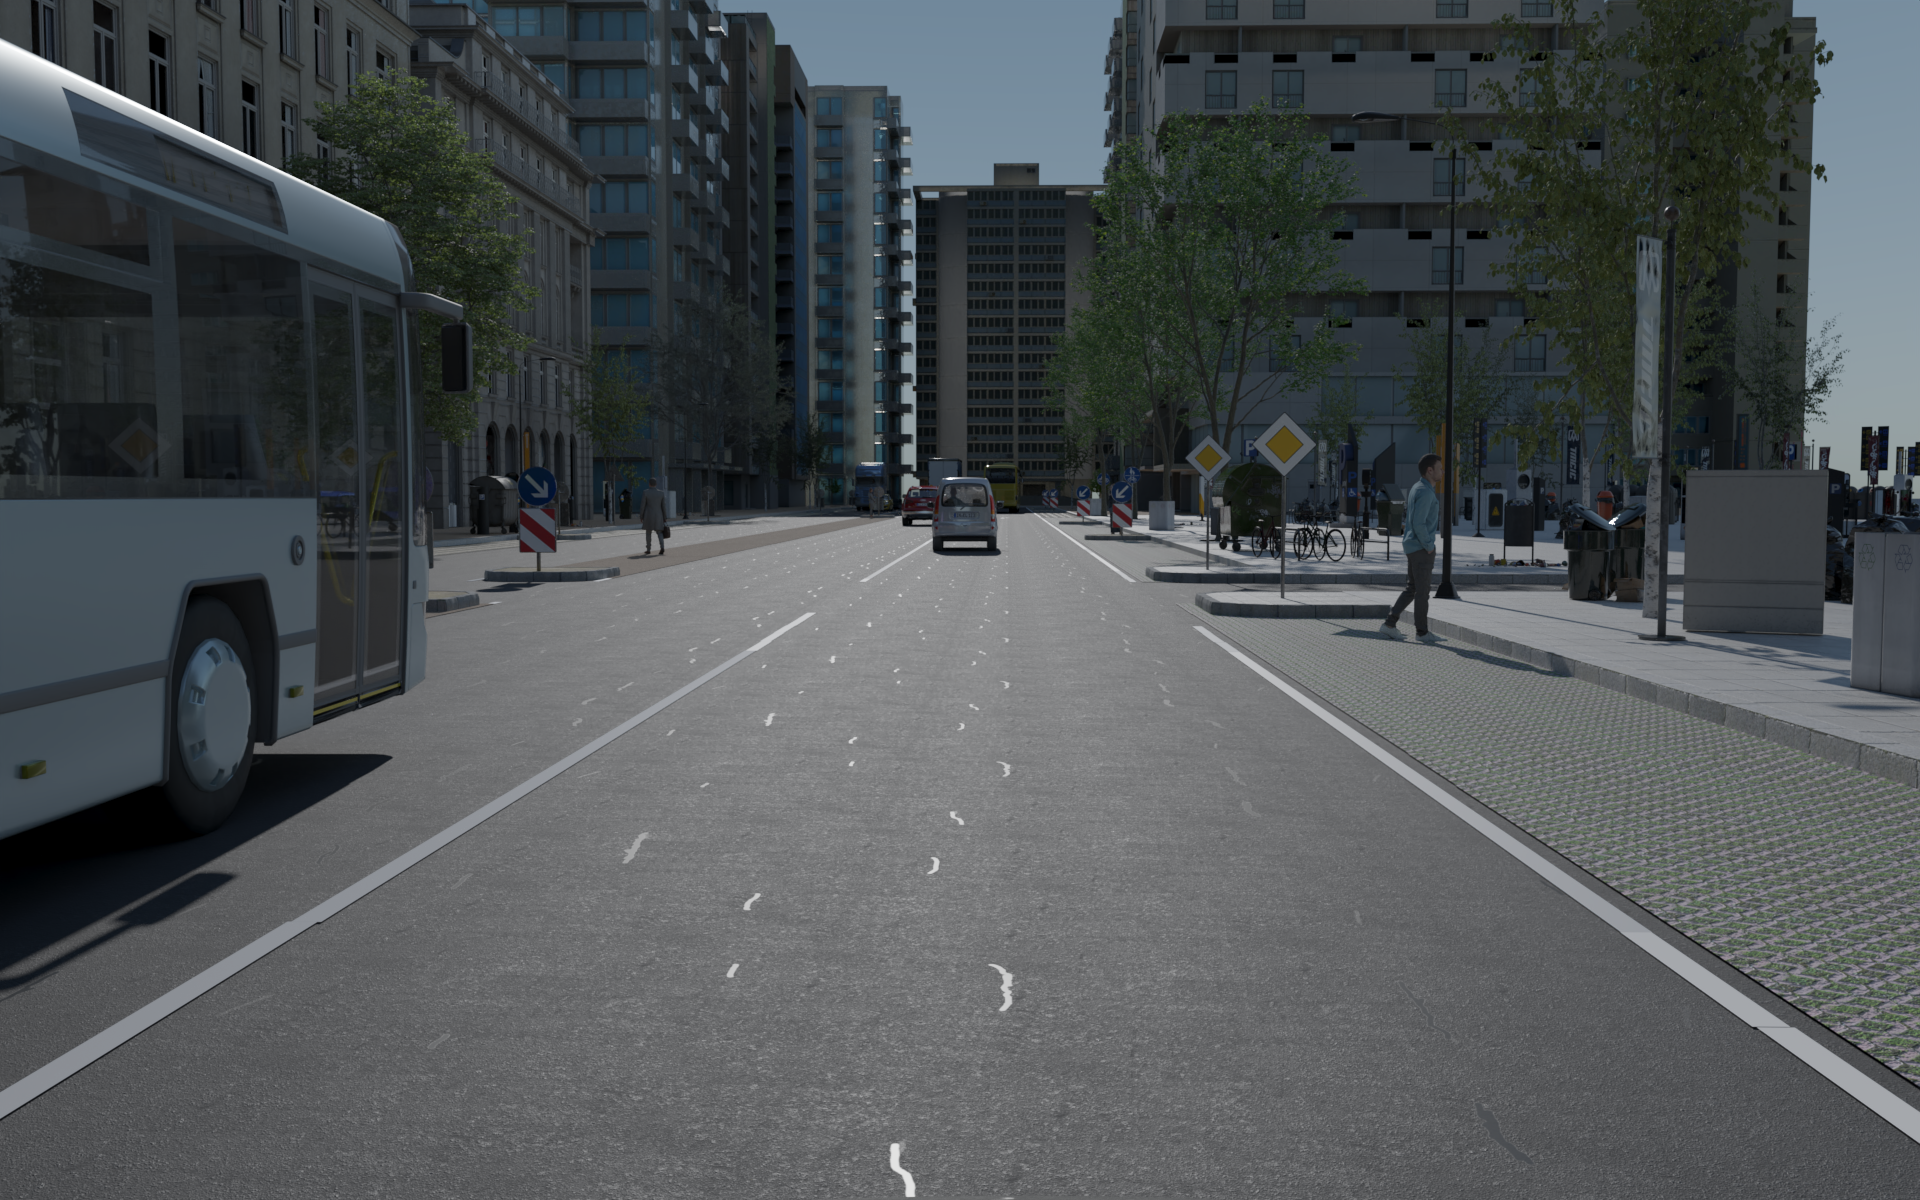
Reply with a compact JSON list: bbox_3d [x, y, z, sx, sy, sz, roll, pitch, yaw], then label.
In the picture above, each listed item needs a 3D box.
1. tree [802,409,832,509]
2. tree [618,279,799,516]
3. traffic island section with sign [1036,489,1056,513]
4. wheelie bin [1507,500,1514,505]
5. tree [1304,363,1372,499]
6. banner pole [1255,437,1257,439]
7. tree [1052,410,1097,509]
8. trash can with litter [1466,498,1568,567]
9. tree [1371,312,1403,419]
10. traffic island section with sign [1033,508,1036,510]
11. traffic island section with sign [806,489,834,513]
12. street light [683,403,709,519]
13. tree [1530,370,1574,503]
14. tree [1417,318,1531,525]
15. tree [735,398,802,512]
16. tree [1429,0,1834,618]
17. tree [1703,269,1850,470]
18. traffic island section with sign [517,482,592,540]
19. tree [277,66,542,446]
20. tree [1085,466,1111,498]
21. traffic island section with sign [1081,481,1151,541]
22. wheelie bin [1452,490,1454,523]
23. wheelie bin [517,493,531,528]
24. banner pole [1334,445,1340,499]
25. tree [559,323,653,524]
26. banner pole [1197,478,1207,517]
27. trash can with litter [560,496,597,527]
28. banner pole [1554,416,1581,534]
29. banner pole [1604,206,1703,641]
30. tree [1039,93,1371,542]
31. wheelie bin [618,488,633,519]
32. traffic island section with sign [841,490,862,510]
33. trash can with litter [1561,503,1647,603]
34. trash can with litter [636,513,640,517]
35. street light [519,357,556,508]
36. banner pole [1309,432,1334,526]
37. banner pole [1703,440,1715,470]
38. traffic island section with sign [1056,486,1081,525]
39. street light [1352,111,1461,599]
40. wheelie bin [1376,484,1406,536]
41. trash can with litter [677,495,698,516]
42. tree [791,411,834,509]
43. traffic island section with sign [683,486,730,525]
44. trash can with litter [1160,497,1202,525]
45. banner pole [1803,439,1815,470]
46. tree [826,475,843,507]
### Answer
[{"bbox_3d":[-13.104,-12.103,148.254,4.360,8.622,3.978,0,3,0],"label":"tree"},{"bbox_3d":[-14.339,-11.556,99.306,12.009,13.543,11.850,0,3,0],"label":"tree"},{"bbox_3d":[6.978,-7.488,131.059,1.989,1.847,2.006,0,4,2],"label":"traffic island section with sign"},{"bbox_3d":[27.474,-4.832,86.911,0.693,1.594,0.980,2,4,24],"label":"wheelie bin"},{"bbox_3d":[21.198,-8.989,97.325,4.737,8.622,4.395,0,3,0],"label":"tree"},{"bbox_3d":[12.888,-5.254,75.917,0.401,3.779,0.863,-1,4,-8],"label":"banner pole"},{"bbox_3d":[9.904,-12.313,151.673,4.737,8.622,4.395,0,3,0],"label":"tree"},{"bbox_3d":[10.257,-1.198,30.650,2.233,1.210,1.678,2,4,34],"label":"trash can with litter"},{"bbox_3d":[17.895,-6.972,64.360,4.737,8.622,4.395,0,3,0],"label":"tree"},{"bbox_3d":[7.703,-9.136,158.004,1.989,1.847,2.006,0,4,2],"label":"traffic island section with sign"},{"bbox_3d":[-10.584,-7.526,131.685,1.989,1.847,2.006,0,4,2],"label":"traffic island section with sign"},{"bbox_3d":[-13.493,-7.088,88.426,1.470,5.913,1.316,0,4,2],"label":"street light"},{"bbox_3d":[33.423,-9.208,100.909,4.360,8.622,3.978,0,3,0],"label":"tree"},{"bbox_3d":[21.226,-7.447,72.114,4.360,8.622,3.978,0,3,0],"label":"tree"},{"bbox_3d":[-14.110,-10.687,125.087,4.360,8.622,3.978,0,3,0],"label":"tree"},{"bbox_3d":[7.163,-4.134,17.954,4.737,8.622,4.395,0,3,0],"label":"tree"},{"bbox_3d":[26.878,-6.538,57.258,4.360,8.622,3.978,0,3,0],"label":"tree"},{"bbox_3d":[-12.680,-2.800,54.415,1.989,1.847,2.006,0,4,2],"label":"traffic island section with sign"},{"bbox_3d":[-14.909,-7.858,46.608,7.486,12.596,7.792,0,3,0],"label":"tree"},{"bbox_3d":[10.072,-7.912,123.957,1.663,3.219,1.824,0,3,0],"label":"tree"},{"bbox_3d":[4.887,-2.771,53.931,1.989,1.847,2.006,0,4,2],"label":"traffic island section with sign"},{"bbox_3d":[21.645,-4.197,76.529,0.693,1.594,0.980,1,4,13],"label":"wheelie bin"},{"bbox_3d":[-16.654,-3.549,65.942,0.693,1.594,0.980,0,4,-7],"label":"wheelie bin"},{"bbox_3d":[19.197,-6.023,88.499,0.401,3.779,0.863,-2,4,-28],"label":"banner pole"},{"bbox_3d":[-15.088,-7.590,74.455,4.737,8.622,4.395,0,3,0],"label":"tree"},{"bbox_3d":[13.686,-6.564,97.335,0.863,3.779,0.401,-2,4,-35],"label":"banner pole"},{"bbox_3d":[-15.415,-3.537,68.891,1.678,1.210,2.233,-1,4,-20],"label":"trash can with litter"},{"bbox_3d":[19.580,-4.019,55.733,0.863,3.779,0.401,-1,4,-10],"label":"banner pole"},{"bbox_3d":[6.016,-1.528,15.006,0.863,3.779,0.401,-3,5,-42],"label":"banner pole"},{"bbox_3d":[7.037,-7.378,46.382,9.928,11.665,9.643,0,3,0],"label":"tree"},{"bbox_3d":[-17.145,-4.952,88.881,0.693,1.594,0.980,0,4,-2],"label":"wheelie bin"},{"bbox_3d":[-9.840,-9.210,159.204,1.989,1.847,2.006,0,4,2],"label":"traffic island section with sign"},{"bbox_3d":[7.831,-0.580,20.862,1.055,1.170,0.624,3,5,39],"label":"trash can with litter"},{"bbox_3d":[-17.166,-5.150,95.253,1.678,1.210,2.233,-3,5,-42],"label":"trash can with litter"},{"bbox_3d":[-14.385,-5.279,58.845,1.470,5.913,1.316,0,4,2],"label":"street light"},{"bbox_3d":[14.508,-4.888,69.944,0.863,3.779,0.401,-2,4,-31],"label":"banner pole"},{"bbox_3d":[34.455,-5.491,79.799,0.401,3.779,0.863,-2,4,-30],"label":"banner pole"},{"bbox_3d":[5.634,-4.430,81.050,1.989,1.847,2.006,0,4,2],"label":"traffic island section with sign"},{"bbox_3d":[5.457,-2.976,21.193,1.470,5.913,1.316,0,4,2],"label":"street light"},{"bbox_3d":[13.223,-2.779,53.351,0.980,1.594,0.693,-2,4,-30],"label":"wheelie bin"},{"bbox_3d":[-16.353,-5.651,103.458,1.678,1.210,2.233,-1,4,-9],"label":"trash can with litter"},{"bbox_3d":[-12.881,-12.406,153.205,4.737,8.622,4.395,0,3,0],"label":"tree"},{"bbox_3d":[-11.928,-4.480,81.883,1.989,1.847,2.006,0,4,2],"label":"traffic island section with sign"},{"bbox_3d":[8.875,-3.674,71.135,2.233,1.210,1.678,0,4,-3],"label":"trash can with litter"},{"bbox_3d":[38.737,-5.446,79.060,0.863,3.779,0.401,-2,4,-25],"label":"banner pole"},{"bbox_3d":[-12.822,-11.264,178.769,1.663,3.219,1.824,0,3,0],"label":"tree"}]
